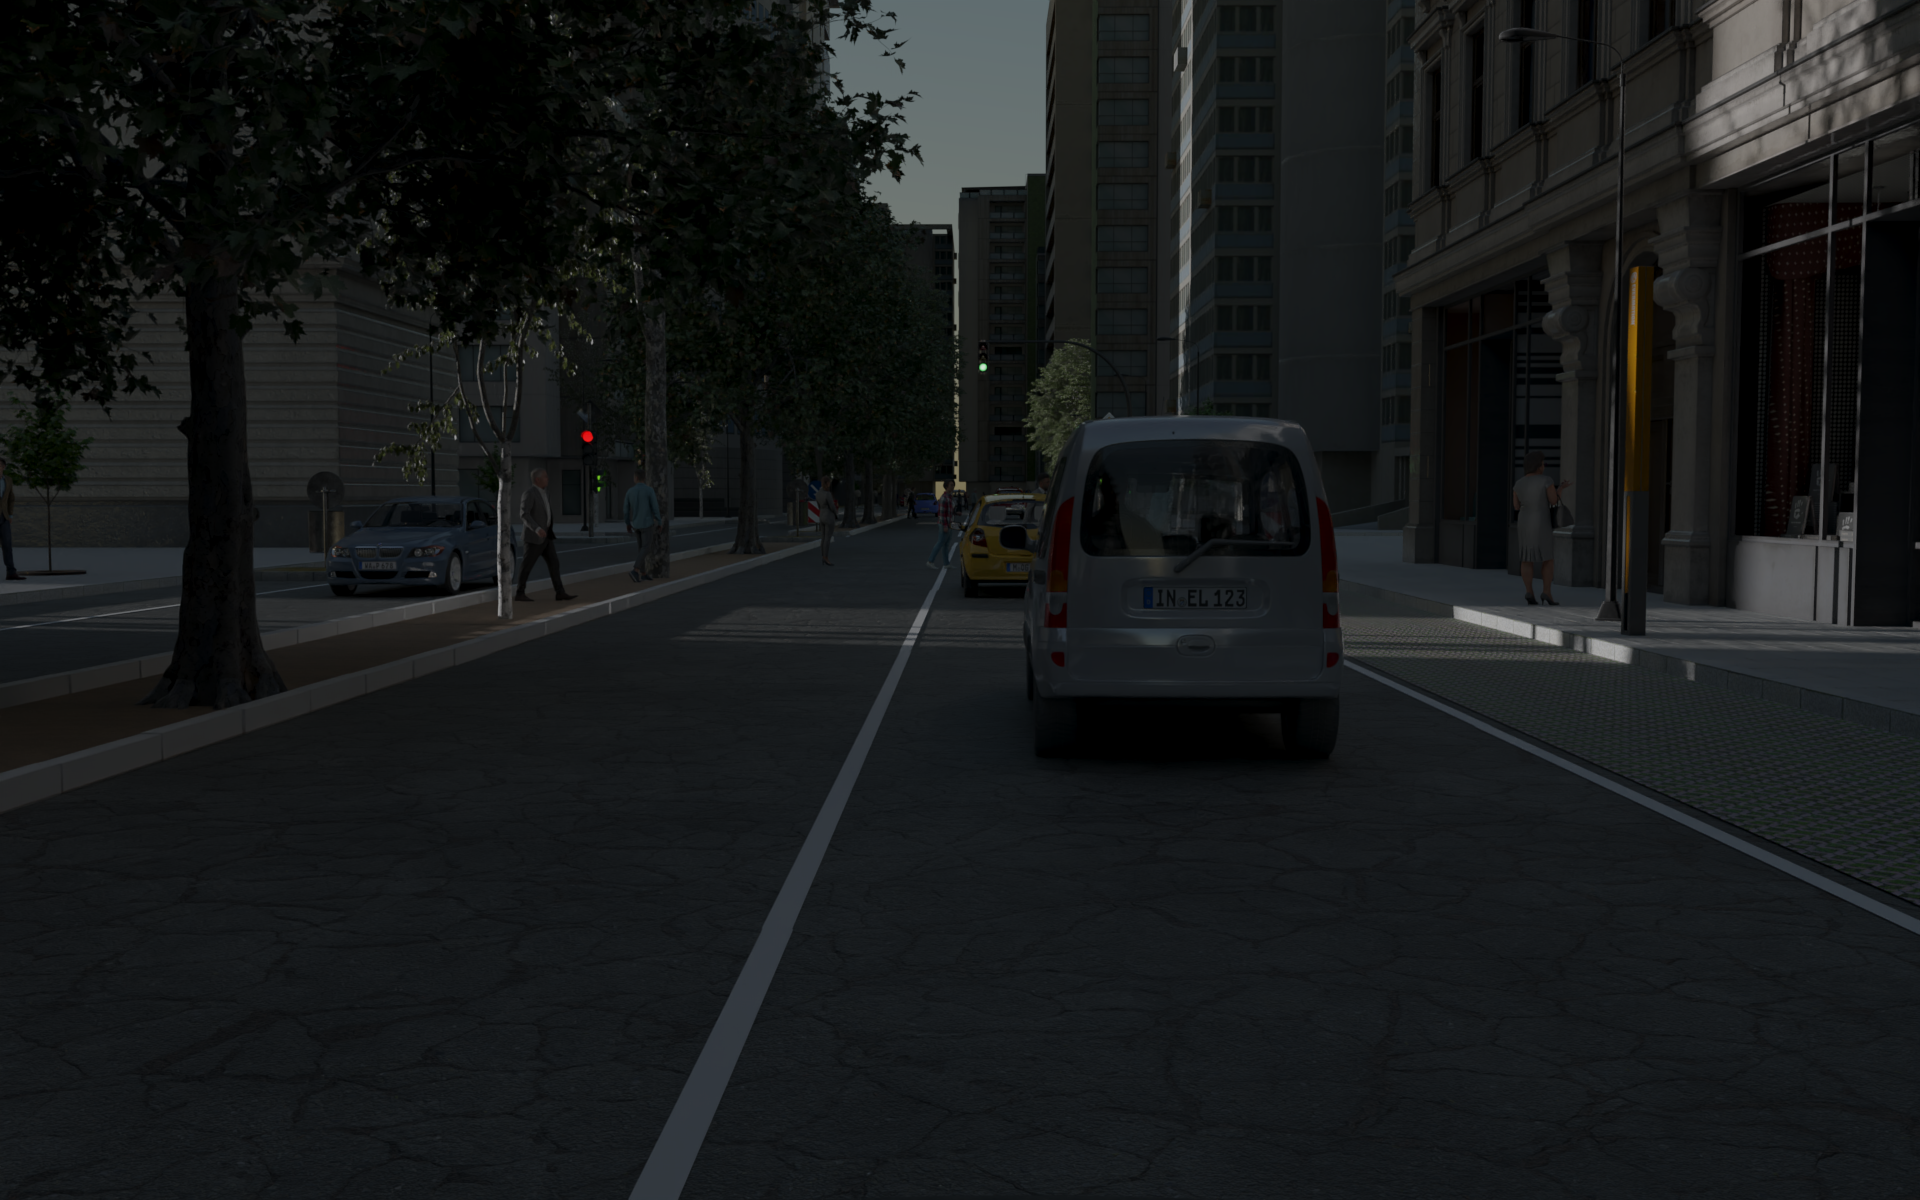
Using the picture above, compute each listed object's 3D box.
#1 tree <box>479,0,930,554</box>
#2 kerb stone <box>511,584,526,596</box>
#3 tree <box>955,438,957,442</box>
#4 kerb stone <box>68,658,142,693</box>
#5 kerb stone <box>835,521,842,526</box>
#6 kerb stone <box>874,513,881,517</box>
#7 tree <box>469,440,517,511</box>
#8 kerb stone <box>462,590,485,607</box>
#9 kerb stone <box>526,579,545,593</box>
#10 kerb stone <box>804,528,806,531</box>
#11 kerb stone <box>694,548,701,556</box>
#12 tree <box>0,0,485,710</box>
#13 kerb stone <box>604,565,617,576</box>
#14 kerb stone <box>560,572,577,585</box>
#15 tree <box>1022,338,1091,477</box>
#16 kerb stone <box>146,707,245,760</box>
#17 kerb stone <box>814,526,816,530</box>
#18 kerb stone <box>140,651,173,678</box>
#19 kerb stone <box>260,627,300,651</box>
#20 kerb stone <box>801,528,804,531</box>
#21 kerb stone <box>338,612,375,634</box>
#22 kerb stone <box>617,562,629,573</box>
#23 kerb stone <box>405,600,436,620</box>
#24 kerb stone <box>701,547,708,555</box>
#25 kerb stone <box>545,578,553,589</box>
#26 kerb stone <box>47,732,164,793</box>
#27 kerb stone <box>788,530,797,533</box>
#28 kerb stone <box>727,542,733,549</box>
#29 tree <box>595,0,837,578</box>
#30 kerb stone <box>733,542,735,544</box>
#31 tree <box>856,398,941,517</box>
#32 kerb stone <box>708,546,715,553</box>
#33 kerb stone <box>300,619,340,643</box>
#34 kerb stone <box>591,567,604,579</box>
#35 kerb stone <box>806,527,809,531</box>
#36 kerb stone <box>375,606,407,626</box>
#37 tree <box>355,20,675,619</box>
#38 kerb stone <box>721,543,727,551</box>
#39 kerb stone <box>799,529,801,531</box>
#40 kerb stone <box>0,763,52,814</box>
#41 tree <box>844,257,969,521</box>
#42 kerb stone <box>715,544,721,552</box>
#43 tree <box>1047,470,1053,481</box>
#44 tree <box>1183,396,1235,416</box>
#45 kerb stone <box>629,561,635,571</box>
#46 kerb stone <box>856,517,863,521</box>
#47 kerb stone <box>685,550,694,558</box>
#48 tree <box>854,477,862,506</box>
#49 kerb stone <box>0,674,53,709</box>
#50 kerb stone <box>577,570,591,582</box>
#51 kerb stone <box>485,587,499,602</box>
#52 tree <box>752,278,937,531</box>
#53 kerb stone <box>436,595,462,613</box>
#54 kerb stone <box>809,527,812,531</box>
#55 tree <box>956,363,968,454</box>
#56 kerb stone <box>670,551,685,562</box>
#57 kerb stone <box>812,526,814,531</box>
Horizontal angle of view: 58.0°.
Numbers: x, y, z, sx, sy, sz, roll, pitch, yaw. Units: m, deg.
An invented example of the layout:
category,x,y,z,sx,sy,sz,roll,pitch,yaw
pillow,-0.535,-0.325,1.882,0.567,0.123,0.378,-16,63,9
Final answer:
category,x,y,z,sx,sy,sz,roll,pitch,yaw
tree,-5.059,-7.439,41.088,9.611,12.733,9.660,0,3,0
kerb stone,-6.275,-0.120,24.160,0.120,0.150,1.000,0,4,1
tree,-4.293,-10.874,114.659,8.767,10.594,7.601,0,4,1
kerb stone,-6.400,0.574,12.868,0.120,0.150,1.000,0,4,1
kerb stone,-5.659,-3.598,81.091,0.120,0.150,1.000,0,4,1
kerb stone,-5.327,-5.482,111.847,0.120,0.150,1.000,0,4,1
tree,-16.664,-4.112,61.826,1.663,3.219,1.824,0,3,0
kerb stone,-6.296,0.005,22.113,0.120,0.150,1.000,0,4,1
kerb stone,-6.264,-0.182,25.182,0.120,0.150,1.000,0,4,1
kerb stone,-5.849,-2.534,63.643,0.120,0.150,1.000,0,4,1
kerb stone,-6.119,-1.060,39.525,0.120,0.150,1.000,0,4,1
tree,-5.087,-5.640,11.682,9.611,12.733,9.660,0,3,0
kerb stone,-6.214,-0.495,30.304,0.120,0.150,1.000,0,4,1
kerb stone,-6.246,-0.308,27.228,0.120,0.150,1.000,0,4,1
tree,8.170,-12.753,126.639,7.486,12.596,7.792,0,3,0
kerb stone,-4.334,0.758,9.799,0.120,0.150,1.000,0,4,1
kerb stone,-5.802,-2.786,67.746,0.120,0.150,1.000,0,4,1
kerb stone,-6.386,0.511,13.894,0.120,0.150,1.000,0,4,1
kerb stone,-6.363,0.382,15.953,0.120,0.150,1.000,0,4,1
kerb stone,-5.857,-2.472,62.620,0.120,0.150,1.000,0,4,1
kerb stone,-6.347,0.258,18.015,0.120,0.150,1.000,0,4,1
kerb stone,-6.192,-0.558,31.325,0.120,0.150,1.000,0,4,1
kerb stone,-6.321,0.131,20.061,0.120,0.150,1.000,0,4,1
kerb stone,-6.101,-1.119,40.551,0.120,0.150,1.000,0,4,1
kerb stone,-6.252,-0.241,26.206,0.120,0.150,1.000,0,4,1
kerb stone,-4.343,0.825,8.778,0.120,0.150,1.000,0,4,1
kerb stone,-5.885,-2.347,60.571,0.120,0.150,1.000,0,4,1
kerb stone,-6.059,-1.373,44.643,0.120,0.150,1.000,0,4,1
tree,-6.347,-10.479,29.684,12.611,20.169,13.585,0,3,0
kerb stone,-6.041,-1.436,45.666,0.120,0.150,1.000,0,4,1
tree,-4.202,-11.373,106.528,7.486,12.596,7.792,0,3,0
kerb stone,-6.082,-1.184,41.577,0.120,0.150,1.000,0,4,1
kerb stone,-6.354,0.323,16.987,0.120,0.150,1.000,0,4,1
kerb stone,-6.223,-0.433,29.282,0.120,0.150,1.000,0,4,1
kerb stone,-5.834,-2.596,64.668,0.120,0.150,1.000,0,4,1
kerb stone,-6.336,0.194,19.039,0.120,0.150,1.000,0,4,1
tree,-5.211,-4.095,19.773,4.360,8.622,3.978,0,3,0
kerb stone,-6.069,-1.305,43.621,0.120,0.150,1.000,0,4,1
kerb stone,-5.873,-2.410,61.596,0.120,0.150,1.000,0,4,1
kerb stone,-4.351,0.883,7.755,0.120,0.150,1.000,0,4,1
tree,-3.972,-11.236,92.816,9.857,13.997,8.962,0,3,0
kerb stone,-6.085,-1.248,42.599,0.120,0.150,1.000,0,4,1
tree,8.682,-9.611,140.849,4.285,4.588,4.351,0,3,0
tree,8.318,-4.537,57.893,4.285,4.588,4.351,0,3,0
kerb stone,-6.185,-0.616,32.356,0.120,0.150,1.000,0,4,1
kerb stone,-5.506,-4.476,95.440,0.120,0.150,1.000,0,4,1
kerb stone,-6.120,-0.997,38.502,0.120,0.150,1.000,0,4,1
tree,-11.995,-12.233,194.610,1.663,3.219,1.824,0,3,0
kerb stone,-6.411,0.634,11.834,0.120,0.150,1.000,0,4,1
kerb stone,-6.233,-0.371,28.256,0.120,0.150,1.000,0,4,1
kerb stone,-6.288,-0.058,23.138,0.120,0.150,1.000,0,4,1
tree,-4.964,-7.713,62.976,8.767,10.594,7.601,0,4,1
kerb stone,-6.305,0.068,21.091,0.120,0.150,1.000,0,4,1
kerb stone,-5.832,-2.660,65.690,0.120,0.150,1.000,0,4,1
tree,-4.629,-9.365,72.588,9.611,12.733,9.660,0,3,0
kerb stone,-6.143,-0.934,37.471,0.120,0.150,1.000,0,4,1
kerb stone,-5.813,-2.723,66.718,0.120,0.150,1.000,0,4,1
